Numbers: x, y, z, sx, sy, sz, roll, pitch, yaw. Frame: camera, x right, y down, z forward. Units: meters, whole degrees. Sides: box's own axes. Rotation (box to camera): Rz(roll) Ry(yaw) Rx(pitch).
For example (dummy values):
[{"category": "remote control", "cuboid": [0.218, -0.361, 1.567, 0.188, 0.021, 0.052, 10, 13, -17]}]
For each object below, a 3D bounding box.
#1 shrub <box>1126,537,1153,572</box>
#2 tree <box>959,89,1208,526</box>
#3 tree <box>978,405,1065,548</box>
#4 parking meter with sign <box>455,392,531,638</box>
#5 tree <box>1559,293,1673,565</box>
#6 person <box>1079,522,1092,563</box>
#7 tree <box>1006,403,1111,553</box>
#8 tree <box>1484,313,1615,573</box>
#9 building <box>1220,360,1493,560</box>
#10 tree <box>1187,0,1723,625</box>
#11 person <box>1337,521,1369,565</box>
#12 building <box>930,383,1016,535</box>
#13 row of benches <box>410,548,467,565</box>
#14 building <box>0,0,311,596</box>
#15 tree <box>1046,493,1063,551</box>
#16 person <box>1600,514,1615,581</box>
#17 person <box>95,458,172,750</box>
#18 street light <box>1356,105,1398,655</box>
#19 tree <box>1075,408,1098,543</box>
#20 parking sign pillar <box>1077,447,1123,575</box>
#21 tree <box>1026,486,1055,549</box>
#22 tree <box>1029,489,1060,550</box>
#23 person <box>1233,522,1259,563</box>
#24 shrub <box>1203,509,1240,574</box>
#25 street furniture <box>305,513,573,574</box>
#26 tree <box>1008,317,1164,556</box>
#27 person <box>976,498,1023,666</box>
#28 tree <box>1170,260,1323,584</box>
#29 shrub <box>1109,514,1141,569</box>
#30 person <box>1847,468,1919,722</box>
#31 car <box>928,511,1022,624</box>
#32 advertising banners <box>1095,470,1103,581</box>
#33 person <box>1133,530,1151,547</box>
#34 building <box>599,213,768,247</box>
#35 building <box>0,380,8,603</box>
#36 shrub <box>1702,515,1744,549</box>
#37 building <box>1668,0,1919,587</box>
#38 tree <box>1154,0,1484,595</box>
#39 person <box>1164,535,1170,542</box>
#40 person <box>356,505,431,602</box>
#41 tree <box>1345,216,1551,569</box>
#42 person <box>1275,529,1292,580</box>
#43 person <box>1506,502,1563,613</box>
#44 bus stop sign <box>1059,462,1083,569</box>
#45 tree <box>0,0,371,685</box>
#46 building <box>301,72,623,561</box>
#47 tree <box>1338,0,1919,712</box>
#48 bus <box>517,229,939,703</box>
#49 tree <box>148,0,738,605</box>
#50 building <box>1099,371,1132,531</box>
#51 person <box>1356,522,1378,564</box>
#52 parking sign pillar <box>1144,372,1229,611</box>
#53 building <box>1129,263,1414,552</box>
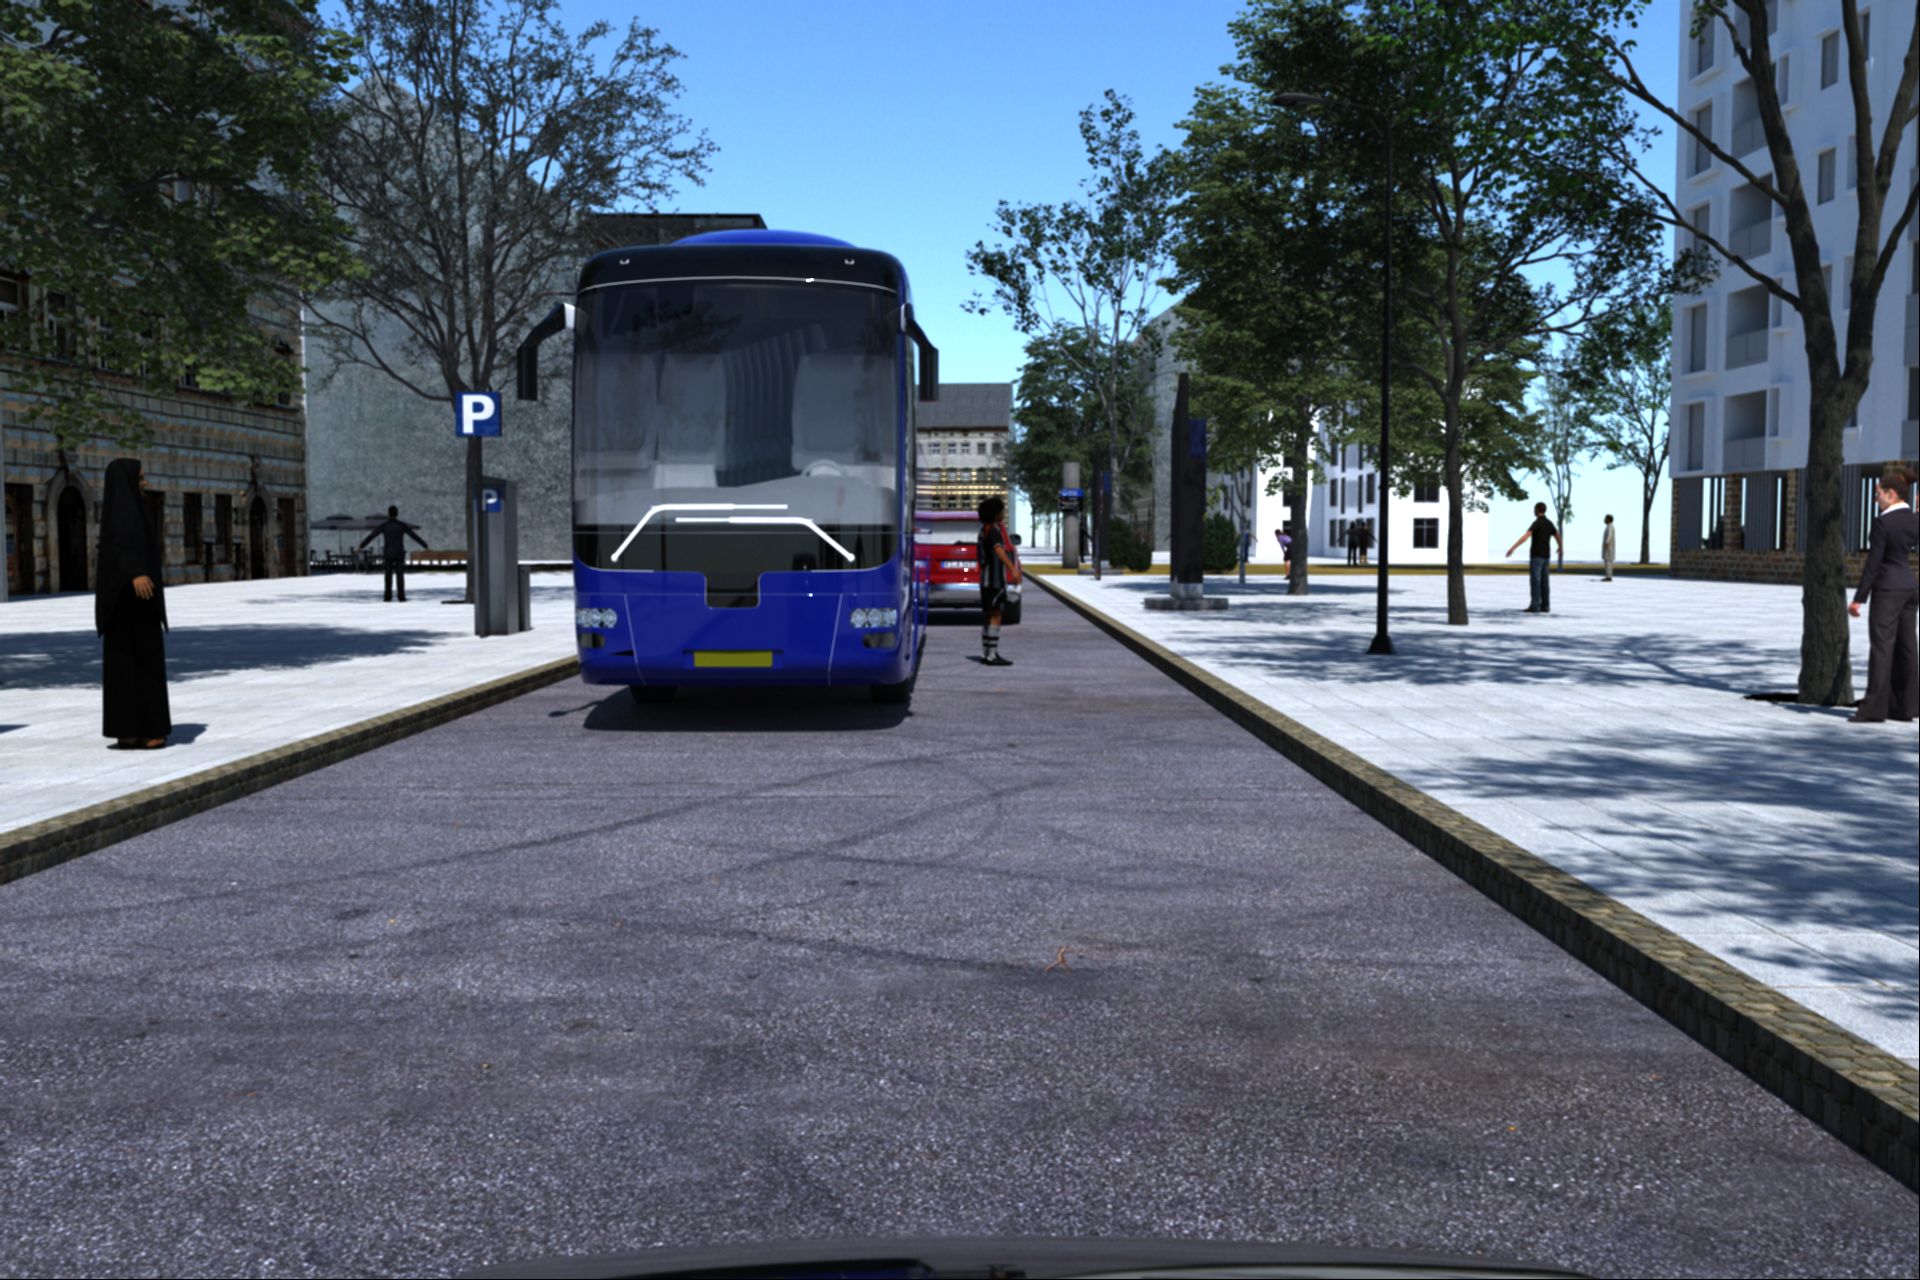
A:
[{"category": "shrub", "cuboid": [5.998, -2.863, 57.935, 1.383, 1.207, 1.383, 0, 3, 0]}, {"category": "tree", "cuboid": [6.045, -13.513, 76.831, 12.611, 20.169, 13.585, 0, 3, 0]}, {"category": "tree", "cuboid": [6.831, -15.236, 159.479, 12.009, 13.543, 11.850, 0, 3, 0]}, {"category": "parking meter with sign", "cuboid": [-5.911, -1.583, 22.135, 0.543, 3.016, 1.738, 0, 4, -1]}, {"category": "tree", "cuboid": [29.085, -8.990, 72.750, 9.928, 11.665, 9.643, 0, 3, 0]}, {"category": "person", "cuboid": [5.356, -4.320, 76.825, 1.347, 1.806, 0.705, 3, 4, 39]}, {"category": "tree", "cuboid": [6.861, -11.183, 117.256, 8.767, 10.594, 7.601, 3, 5, 41]}, {"category": "tree", "cuboid": [19.971, -6.506, 56.731, 4.360, 8.622, 3.978, 0, 3, 0]}, {"category": "building", "cuboid": [21.191, -9.512, 97.663, 9.099, 9.664, 28.070, 0, 3, 0]}, {"category": "tree", "cuboid": [6.707, -5.493, 24.219, 7.601, 10.594, 8.767, 0, 4, 3]}, {"category": "person", "cuboid": [16.167, -3.987, 71.321, 1.348, 1.813, 0.705, 0, 3, 0]}, {"category": "building", "cuboid": [-1.426, -25.519, 250.618, 18.063, 23.208, 19.493, 0, 4, 5]}, {"category": "row of benches", "cuboid": [-21.432, -3.555, 73.588, 1.422, 0.672, 4.104, 3, 4, 37]}, {"category": "building", "cuboid": [-28.794, -12.943, 42.542, 19.493, 23.208, 18.063, 0, 4, -1]}, {"category": "tree", "cuboid": [6.920, -10.974, 129.793, 4.737, 8.622, 4.395, 0, 3, 0]}, {"category": "person", "cuboid": [17.598, -2.507, 47.079, 0.704, 1.819, 1.344, 1, 4, 18]}, {"category": "person", "cuboid": [-4.899, -0.222, 10.420, 0.721, 1.737, 1.214, -1, 4, -22]}, {"category": "street light", "cuboid": [5.071, -2.805, 18.404, 1.470, 5.913, 1.316, 0, 4, 0]}, {"category": "tree", "cuboid": [19.482, -24.013, 248.505, 12.611, 20.169, 13.585, 0, 3, 0]}, {"category": "parking sign pillar", "cuboid": [4.406, -4.022, 54.235, 1.447, 3.967, 1.447, 0, 4, -1]}, {"category": "tree", "cuboid": [7.254, -12.032, 147.088, 4.360, 8.622, 3.978, 0, 3, 0]}, {"category": "tree", "cuboid": [7.043, -11.547, 139.149, 4.360, 8.622, 3.978, 0, 3, 0]}, {"category": "person", "cuboid": [12.525, -4.295, 76.087, 1.347, 1.847, 0.705, -2, 4, -27]}, {"category": "shrub", "cuboid": [8.206, -3.135, 55.291, 1.661, 2.075, 1.752, 0, 3, 0]}, {"category": "street furniture", "cuboid": [-22.302, -3.499, 62.244, 27.439, 1.986, 14.083, 1, 4, 9]}, {"category": "tree", "cuboid": [7.131, -11.841, 100.261, 9.857, 13.997, 8.962, 0, 3, 0]}, {"category": "person", "cuboid": [0.387, -0.632, 18.942, 0.704, 1.843, 1.345, -1, 4, -14]}, {"category": "tree", "cuboid": [7.304, -5.765, 44.620, 4.737, 8.622, 4.395, 0, 3, 0]}, {"category": "shrub", "cuboid": [5.791, -3.626, 63.712, 1.690, 2.028, 1.600, 0, 3, 0]}, {"category": "person", "cuboid": [6.417, -0.313, 11.955, 0.445, 1.727, 0.742, 2, 4, 33]}, {"category": "car", "cuboid": [-0.066, -1.256, 29.208, 2.281, 1.827, 5.304, 0, 4, -1]}, {"category": "advertising banners", "cuboid": [3.871, -3.183, 48.223, 0.090, 3.025, 2.074, 0, 4, 0]}, {"category": "person", "cuboid": [6.943, -3.544, 67.217, 0.991, 1.433, 0.599, 2, 4, 30]}, {"category": "building", "cuboid": [-23.551, -17.306, 126.925, 27.936, 21.610, 32.646, 0, 4, -1]}, {"category": "building", "cuboid": [-26.136, -9.151, 16.084, 16.747, 18.905, 31.486, 0, 4, 0]}, {"category": "shrub", "cuboid": [27.791, -3.593, 62.786, 1.661, 2.075, 1.752, 0, 3, 0]}, {"category": "building", "cuboid": [26.091, -11.786, 49.114, 16.016, 20.090, 11.380, 0, 4, 0]}, {"category": "tree", "cuboid": [7.442, -7.227, 36.284, 7.486, 12.596, 7.792, 0, 3, 0]}, {"category": "person", "cuboid": [10.944, -4.971, 87.053, 1.354, 1.856, 0.705, -1, 4, -10]}, {"category": "person", "cuboid": [-10.735, -1.639, 32.845, 1.345, 1.823, 0.704, -1, 4, -18]}, {"category": "tree", "cuboid": [17.724, -8.843, 62.707, 7.486, 12.596, 7.792, 0, 3, 0]}, {"category": "person", "cuboid": [9.166, -2.416, 48.770, 0.697, 1.427, 0.421, 3, 5, 40]}, {"category": "person", "cuboid": [9.455, -1.351, 28.310, 1.348, 1.803, 0.705, -2, 4, -33]}, {"category": "bus stop sign", "cuboid": [4.084, -4.571, 63.751, 0.837, 3.901, 0.837, 0, 3, 0]}, {"category": "tree", "cuboid": [-8.718, -5.863, 13.980, 7.486, 12.596, 7.792, 0, 3, 0]}, {"category": "building", "cuboid": [-27.481, -15.952, 91.750, 19.493, 23.208, 18.063, 0, 4, 0]}, {"category": "tree", "cuboid": [6.622, -5.330, 12.897, 9.928, 11.665, 9.643, 0, 3, 0]}, {"category": "bus", "cuboid": [-1.622, -1.614, 17.943, 2.896, 3.916, 12.251, 0, 4, 0]}, {"category": "tree", "cuboid": [-9.029, -7.423, 31.735, 12.009, 13.543, 11.850, 0, 3, 0]}, {"category": "building", "cuboid": [24.870, -21.717, 185.996, 19.493, 23.208, 18.063, 0, 3, 0]}, {"category": "person", "cuboid": [17.510, -4.218, 75.104, 0.704, 1.812, 1.346, -3, 4, -38]}, {"category": "parking sign pillar", "cuboid": [3.879, -2.515, 29.596, 1.447, 3.967, 1.447, 0, 4, 0]}, {"category": "building", "cuboid": [23.246, -18.484, 133.143, 19.493, 23.208, 18.063, 0, 4, 0]}]
